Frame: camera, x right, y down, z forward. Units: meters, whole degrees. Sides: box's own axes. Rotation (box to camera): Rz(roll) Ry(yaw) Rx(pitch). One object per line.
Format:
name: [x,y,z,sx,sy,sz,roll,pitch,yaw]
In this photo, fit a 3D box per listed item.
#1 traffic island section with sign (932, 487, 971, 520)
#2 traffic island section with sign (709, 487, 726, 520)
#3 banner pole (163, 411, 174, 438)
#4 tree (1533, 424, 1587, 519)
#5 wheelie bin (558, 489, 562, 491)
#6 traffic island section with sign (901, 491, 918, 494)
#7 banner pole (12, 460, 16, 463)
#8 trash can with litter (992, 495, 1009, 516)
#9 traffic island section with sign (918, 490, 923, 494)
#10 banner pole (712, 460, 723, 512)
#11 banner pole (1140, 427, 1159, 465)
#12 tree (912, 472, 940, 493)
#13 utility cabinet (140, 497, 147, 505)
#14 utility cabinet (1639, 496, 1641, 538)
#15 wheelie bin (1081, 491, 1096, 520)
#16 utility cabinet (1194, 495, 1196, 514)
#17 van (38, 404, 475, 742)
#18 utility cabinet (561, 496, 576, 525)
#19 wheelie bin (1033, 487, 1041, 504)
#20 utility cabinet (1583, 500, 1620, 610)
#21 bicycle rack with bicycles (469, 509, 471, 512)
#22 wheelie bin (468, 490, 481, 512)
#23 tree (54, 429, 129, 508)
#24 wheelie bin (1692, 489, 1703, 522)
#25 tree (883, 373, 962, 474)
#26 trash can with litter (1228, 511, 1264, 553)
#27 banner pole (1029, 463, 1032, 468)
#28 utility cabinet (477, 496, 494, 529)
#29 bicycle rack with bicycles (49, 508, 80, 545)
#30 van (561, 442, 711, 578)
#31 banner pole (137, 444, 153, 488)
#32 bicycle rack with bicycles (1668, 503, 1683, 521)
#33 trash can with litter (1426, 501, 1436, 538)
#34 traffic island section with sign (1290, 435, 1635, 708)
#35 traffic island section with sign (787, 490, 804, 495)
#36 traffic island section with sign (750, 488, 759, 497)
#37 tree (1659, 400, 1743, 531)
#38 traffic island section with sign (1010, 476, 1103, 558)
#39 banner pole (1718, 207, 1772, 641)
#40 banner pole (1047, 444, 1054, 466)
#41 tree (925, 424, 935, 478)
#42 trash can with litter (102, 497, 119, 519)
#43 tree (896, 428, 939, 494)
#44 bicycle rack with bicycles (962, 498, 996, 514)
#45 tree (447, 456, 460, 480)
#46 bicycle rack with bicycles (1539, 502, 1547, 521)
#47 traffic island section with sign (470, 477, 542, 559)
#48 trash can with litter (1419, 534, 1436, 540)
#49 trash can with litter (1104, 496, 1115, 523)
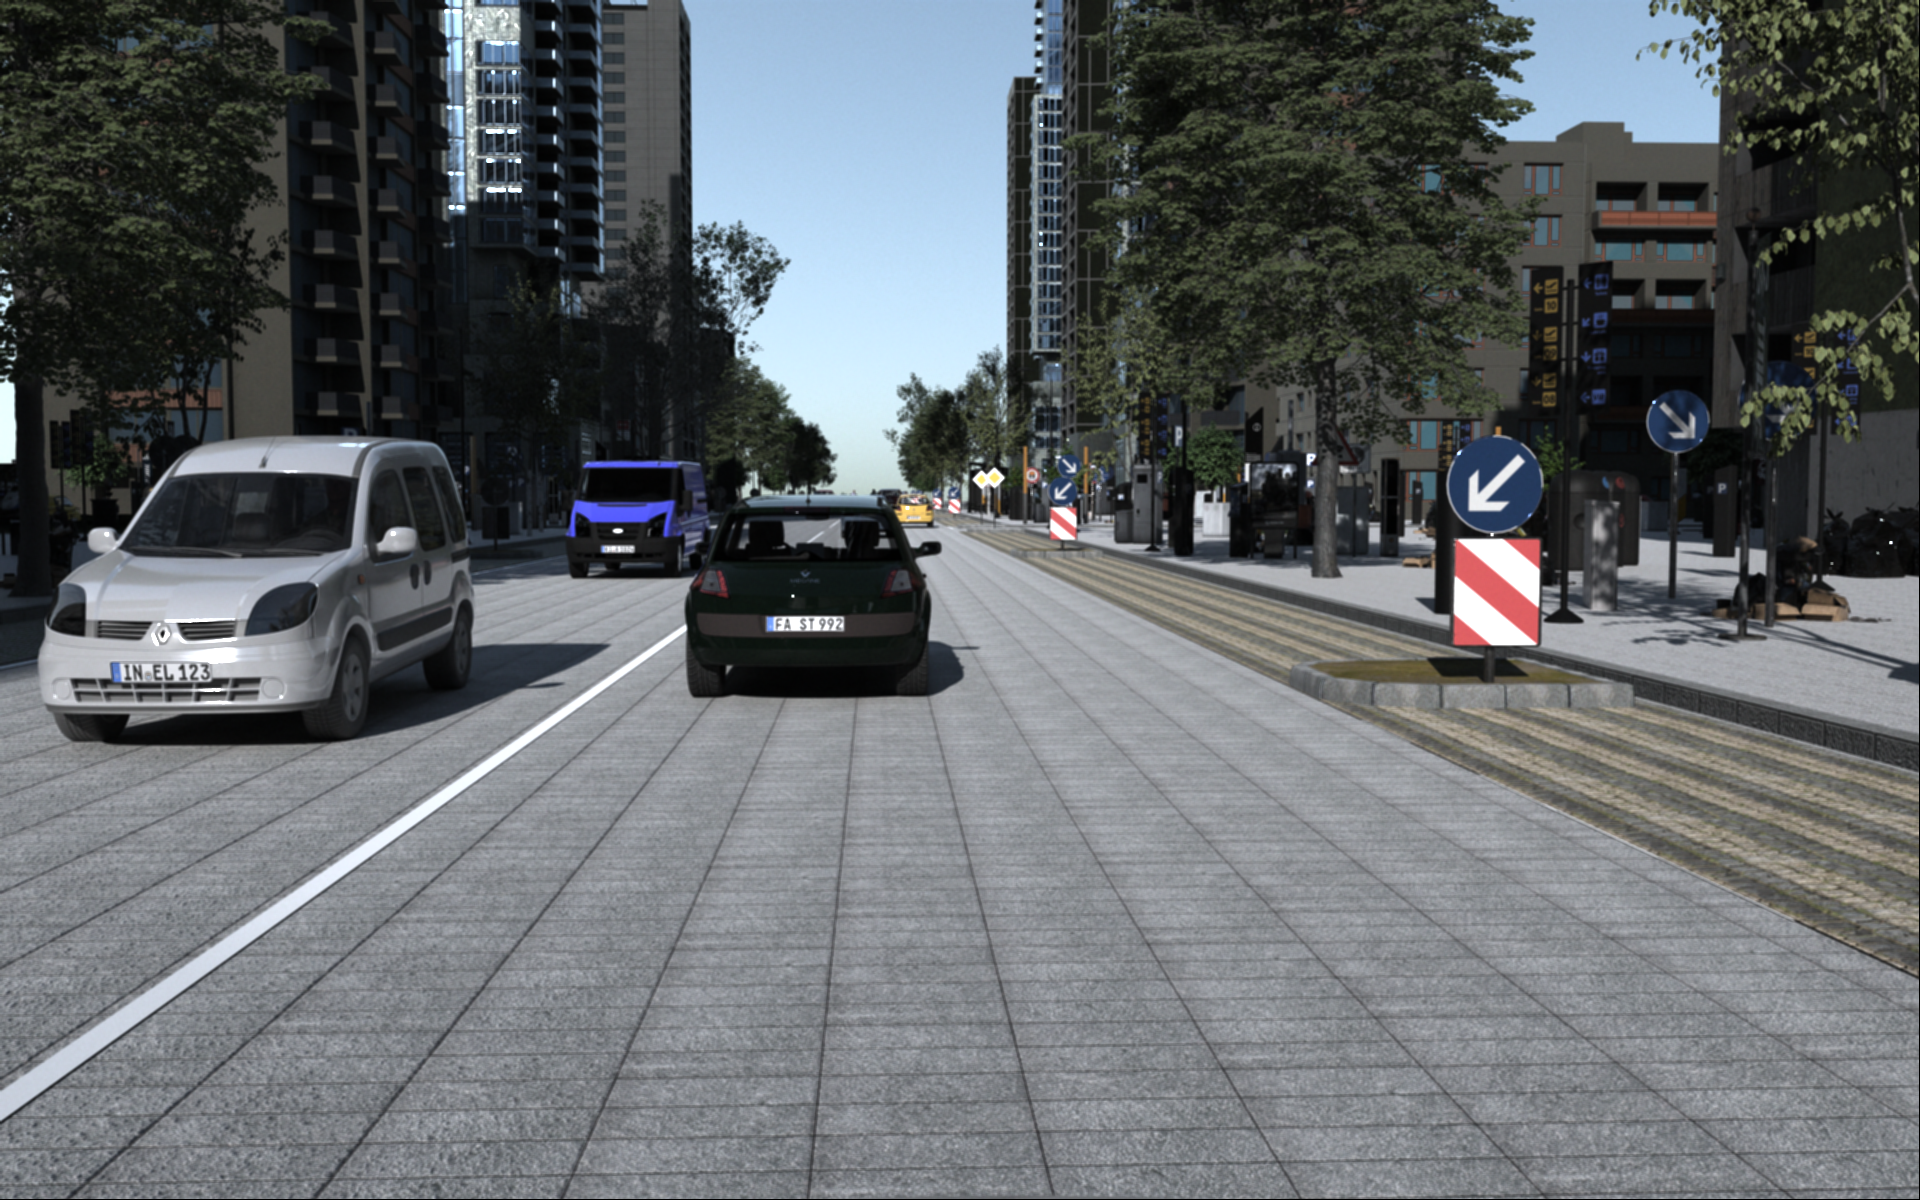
traffic island section with sign: [-0.442,-5.241,94.320,1.989,1.847,2.006,0,4,-3]
traffic island section with sign: [-13.089,-5.273,94.840,1.989,1.847,2.006,0,4,-3]
banner pole: [-23.792,-3.798,52.121,0.401,3.779,0.863,0,4,1]
tree: [16.310,-3.284,48.292,1.663,3.219,1.824,0,3,0]
wheelie bin: [-23.408,-5.686,100.878,0.693,1.594,0.980,1,4,19]
traffic island section with sign: [-5.438,-11.651,199.127,1.989,1.847,2.006,0,4,-3]
banner pole: [-60.320,-7.398,110.982,0.401,3.779,0.863,2,4,31]
trash can with litter: [3.120,-5.643,103.312,2.233,1.210,1.678,1,4,14]
traffic island section with sign: [-1.748,-6.921,121.781,1.989,1.847,2.006,0,4,-3]
banner pole: [-17.803,-8.398,127.322,0.863,3.779,0.401,0,4,-4]
banner pole: [6.236,-4.068,56.532,0.863,3.779,0.401,-1,4,-21]
tree: [-4.224,-16.165,248.013,4.285,4.588,4.351,0,3,0]
utility cabinet: [-15.167,-1.354,33.297,1.020,1.237,0.306,0,4,-4]
utility cabinet: [19.291,-2.405,50.490,0.306,1.237,1.020,-3,5,-42]
wheelie bin: [6.450,-4.818,86.688,0.693,1.594,0.980,1,4,11]
utility cabinet: [14.997,-5.982,108.962,1.020,1.237,0.306,-1,4,-19]
van: [-4.415,-0.266,11.364,2.013,2.044,4.112,0,4,-3]
utility cabinet: [-15.924,-3.672,71.199,1.020,1.237,0.306,2,4,29]
wheelie bin: [3.800,-4.393,79.727,0.980,1.594,0.693,-1,4,-22]
utility cabinet: [7.251,-0.515,19.587,0.306,1.237,1.020,1,4,15]
bicycle rack with bicycles: [-37.593,-6.891,126.043,2.925,0.926,2.852,2,4,26]
wheelie bin: [-25.977,-5.190,92.770,0.693,1.594,0.980,-2,4,-32]
tree: [-41.293,-6.028,82.272,4.285,4.588,4.351,0,3,0]
wheelie bin: [34.068,-4.386,79.627,0.693,1.594,0.980,3,4,36]
tree: [-5.615,-25.214,268.137,12.611,20.169,13.585,0,3,0]
trash can with litter: [6.429,-1.618,37.848,1.055,1.170,0.624,-1,4,-22]
banner pole: [5.707,-9.190,140.268,0.401,3.779,0.863,2,4,25]
utility cabinet: [-17.093,-3.177,63.108,1.020,1.237,0.306,0,4,5]
bicycle rack with bicycles: [-23.693,-1.860,43.796,2.852,0.926,2.925,-2,4,-31]
van: [-5.746,-1.642,31.232,2.240,2.365,5.245,0,4,-2]
banner pole: [-40.776,-5.905,86.560,0.863,3.779,0.401,-2,4,-31]
bicycle rack with bicycles: [32.778,-4.245,82.783,2.852,0.926,2.925,-1,4,-8]
trash can with litter: [14.249,-2.447,51.402,0.624,1.170,1.055,3,4,36]
traffic island section with sign: [3.465,-0.234,12.451,1.989,1.847,2.006,0,4,-3]
traffic island section with sign: [-16.769,-9.987,171.908,1.989,1.847,2.006,0,4,-3]
traffic island section with sign: [-14.384,-6.920,121.764,1.989,1.847,2.006,0,4,-3]
tree: [26.208,-4.710,60.723,4.285,4.588,4.351,0,3,0]
traffic island section with sign: [2.169,-1.897,39.643,1.989,1.847,2.006,0,4,-3]
banner pole: [6.886,-1.529,15.013,0.401,3.779,0.863,1,4,12]
banner pole: [4.499,-5.861,85.851,0.401,3.779,0.863,2,4,31]
tree: [-0.199,-12.555,155.637,4.737,8.622,4.395,0,3,0]
trash can with litter: [-29.998,-3.076,61.683,1.055,1.170,0.624,-1,4,-10]
tree: [-6.396,-23.479,290.536,9.857,13.997,8.962,0,3,0]
bicycle rack with bicycles: [1.939,-6.095,113.039,2.925,0.926,2.852,1,4,12]
tree: [-23.041,-5.009,76.498,1.663,3.219,1.824,0,3,0]
bicycle rack with bicycles: [26.149,-4.077,80.038,2.925,0.926,2.852,-3,5,-39]
traffic island section with sign: [-10.420,-1.836,38.642,1.989,1.847,2.006,0,4,-3]
trash can with litter: [13.803,-2.271,48.185,1.678,1.210,2.233,-2,4,-31]
trash can with litter: [7.257,-4.039,77.092,2.233,1.210,1.678,-3,5,-41]
